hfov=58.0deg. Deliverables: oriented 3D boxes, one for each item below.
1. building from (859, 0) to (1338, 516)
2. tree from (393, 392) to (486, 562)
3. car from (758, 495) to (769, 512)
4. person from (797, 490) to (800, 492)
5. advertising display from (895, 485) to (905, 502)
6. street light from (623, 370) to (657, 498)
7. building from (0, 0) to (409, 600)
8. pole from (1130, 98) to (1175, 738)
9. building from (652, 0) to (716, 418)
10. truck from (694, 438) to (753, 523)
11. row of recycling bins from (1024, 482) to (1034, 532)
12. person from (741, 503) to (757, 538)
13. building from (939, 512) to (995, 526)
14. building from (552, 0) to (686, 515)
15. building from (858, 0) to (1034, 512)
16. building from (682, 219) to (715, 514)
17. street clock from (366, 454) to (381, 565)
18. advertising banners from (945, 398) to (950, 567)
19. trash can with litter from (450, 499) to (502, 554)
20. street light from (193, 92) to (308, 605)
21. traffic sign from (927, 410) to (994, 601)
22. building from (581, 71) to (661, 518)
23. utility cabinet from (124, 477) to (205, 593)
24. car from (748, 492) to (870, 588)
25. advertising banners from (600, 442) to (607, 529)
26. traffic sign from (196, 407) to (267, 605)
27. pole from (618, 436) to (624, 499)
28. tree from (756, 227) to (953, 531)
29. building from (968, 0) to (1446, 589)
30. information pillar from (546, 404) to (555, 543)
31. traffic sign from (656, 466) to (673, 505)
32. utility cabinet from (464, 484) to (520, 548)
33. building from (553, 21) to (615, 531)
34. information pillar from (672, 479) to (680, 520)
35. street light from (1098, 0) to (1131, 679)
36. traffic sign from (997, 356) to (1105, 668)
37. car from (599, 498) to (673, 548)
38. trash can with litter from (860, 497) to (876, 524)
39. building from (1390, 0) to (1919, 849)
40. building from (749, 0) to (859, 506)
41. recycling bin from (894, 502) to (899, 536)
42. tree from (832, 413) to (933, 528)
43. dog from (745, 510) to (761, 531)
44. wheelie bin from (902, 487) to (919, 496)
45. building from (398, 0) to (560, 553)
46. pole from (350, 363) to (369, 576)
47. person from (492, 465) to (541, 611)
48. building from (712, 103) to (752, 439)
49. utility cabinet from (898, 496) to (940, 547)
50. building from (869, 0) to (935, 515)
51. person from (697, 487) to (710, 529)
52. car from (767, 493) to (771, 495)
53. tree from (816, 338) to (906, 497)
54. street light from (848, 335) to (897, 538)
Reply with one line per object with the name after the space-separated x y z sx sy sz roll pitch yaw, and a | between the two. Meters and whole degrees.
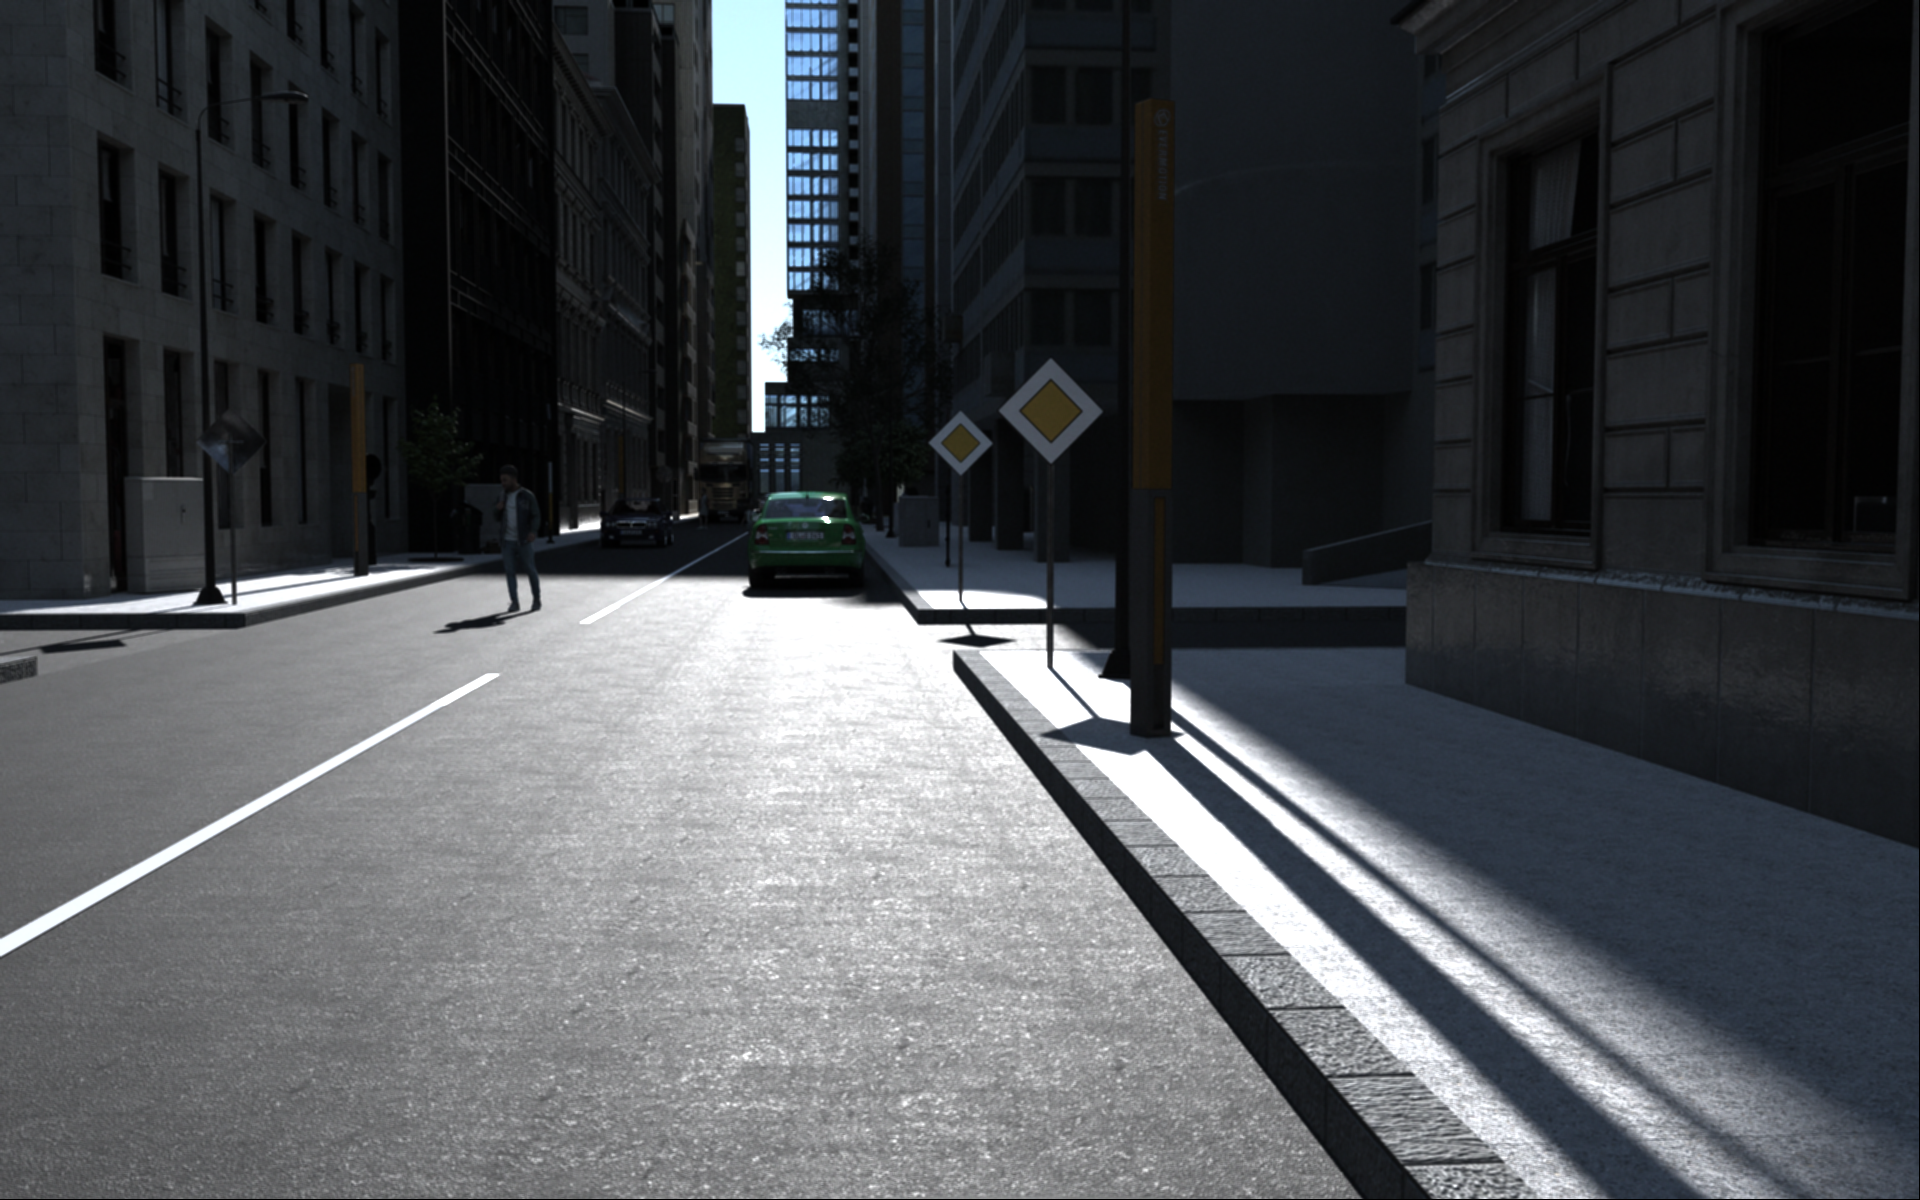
8.672 -26.794 129.967 32.217 40.220 23.993 0 4 -5 | building
-9.899 -2.354 33.084 1.663 3.219 1.824 0 3 0 | tree
-15.280 -7.813 140.109 2.083 1.381 4.827 0 4 -5 | car
-10.754 -6.527 116.016 0.445 1.727 0.742 3 5 41 | person
-3.247 -5.399 93.491 0.123 1.923 0.974 2 4 24 | advertising display
-12.024 -5.648 64.878 1.470 5.913 1.316 0 4 -5 | street light
-16.499 -10.618 28.356 10.420 20.320 16.860 0 4 -5 | building
1.012 -0.933 9.105 0.158 3.312 0.155 0 3 0 | pole
-35.588 -34.487 153.098 27.495 52.752 28.713 0 4 -5 | building
-11.984 -6.122 89.011 2.839 4.237 11.283 0 4 -6 | truck
2.828 -3.195 59.350 1.069 1.692 3.534 3 4 38 | row of recycling bins
-5.429 -1.905 44.654 0.505 1.210 0.382 1 4 17 | person
9.273 -33.011 81.735 21.231 58.520 28.212 0 4 -5 | building
-23.770 -20.145 101.068 14.160 30.474 14.107 0 4 -5 | building
1.322 -37.569 156.256 21.231 58.520 28.212 0 4 -5 | building
-32.126 -16.951 122.190 27.650 21.520 28.899 0 4 -5 | building
-10.671 -1.629 31.210 0.358 2.002 0.471 2 4 30 | street clock
-0.212 -2.144 31.240 0.090 3.025 2.074 0 4 0 | advertising banners
-10.332 -1.574 37.128 1.055 1.170 0.624 -3 5 -40 | trash can with litter
-8.224 -2.910 20.116 1.470 5.913 1.316 0 4 -5 | street light
0.006 -1.043 20.696 0.795 2.450 0.064 0 4 -5 | traffic sign
-20.897 -15.044 82.132 11.583 22.565 21.152 0 4 -5 | building
-10.334 -0.854 22.649 0.318 1.500 1.173 1 4 18 | utility cabinet
-2.429 -1.172 27.956 1.959 1.807 4.718 0 4 -3 | car
-12.264 -3.877 59.575 0.090 3.025 2.074 -1 4 -16 | advertising banners
-8.412 -1.002 20.025 0.795 2.450 0.064 0 4 -5 | traffic sign
-11.868 -4.086 60.653 0.158 3.312 0.155 0 3 0 | pole
-2.783 -7.683 60.034 8.767 10.594 7.601 0 4 -7 | tree
12.142 -21.159 37.836 23.993 40.220 32.217 0 4 -5 | building
-10.670 -3.284 45.040 0.183 3.616 0.504 -1 4 -17 | information pillar
-13.266 -4.747 77.715 0.768 2.556 0.104 0 4 -1 | traffic sign
-10.343 -1.814 38.331 1.173 1.500 0.318 0 4 7 | utility cabinet
-18.764 -12.082 62.165 10.561 19.102 19.286 0 4 -5 | building
-13.857 -4.890 84.447 0.304 2.012 0.304 0 4 5 | information pillar
0.602 -2.409 11.935 1.470 5.913 1.316 0 4 -5 | street light
0.662 -0.556 12.738 0.795 2.450 0.064 0 4 -5 | traffic sign
-8.832 -2.134 47.467 1.945 1.354 3.894 0 4 -5 | car
-3.813 -3.834 74.073 0.624 1.170 1.055 -3 5 -39 | trash can with litter
8.452 -8.433 2.512 10.561 19.102 19.286 0 4 -5 | building
-7.301 -53.647 189.800 31.000 86.520 22.319 0 4 -5 | building
-1.627 -2.467 52.887 0.722 1.027 0.722 0 4 6 | recycling bin
-2.558 -5.081 66.782 4.285 4.588 4.351 0 3 0 | tree
-8.160 -3.088 67.320 0.800 0.831 0.513 1 4 9 | dog
-2.376 -4.581 82.807 0.980 1.594 0.693 -3 5 -39 | wheelie bin
-17.867 -13.140 44.522 12.332 23.373 15.834 0 4 -5 | building
-9.425 -2.038 27.164 0.158 3.312 0.155 0 3 0 | pole
-5.435 -0.757 21.224 0.623 1.781 0.721 0 4 -3 | person
-29.373 -30.639 184.548 14.086 41.232 14.154 0 4 -5 | building
-0.997 -1.911 42.404 1.020 1.237 0.306 -2 4 -35 | utility cabinet
1.365 -28.133 110.086 14.600 45.320 14.200 0 4 -5 | building
-10.503 -3.763 71.033 0.522 1.701 0.512 0 4 4 | person
-15.846 -8.427 147.374 1.945 1.707 3.694 0 4 -4 | car
-4.490 -7.928 79.987 4.360 8.622 3.978 0 3 0 | tree
-2.572 -4.784 50.765 1.470 5.913 1.316 0 4 -5 | street light
